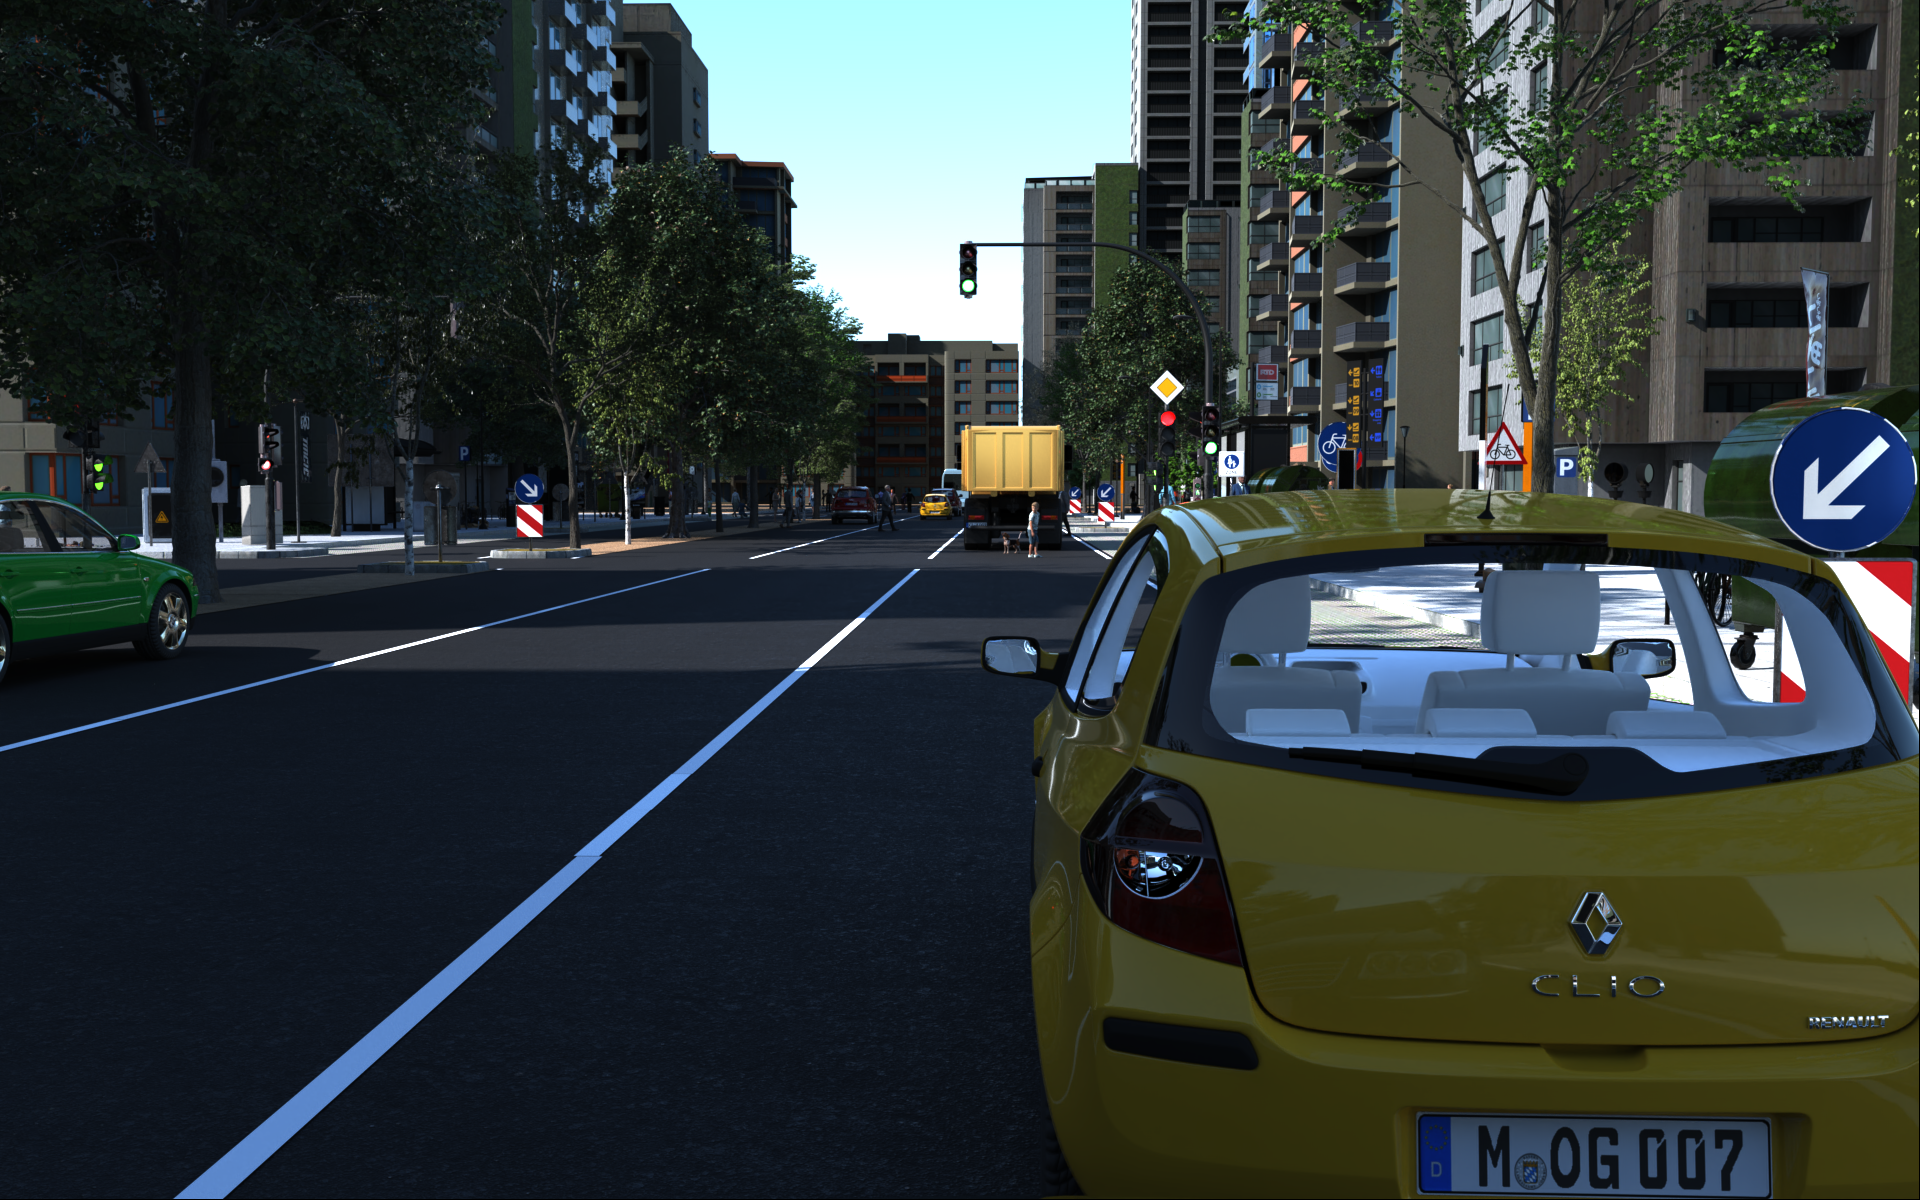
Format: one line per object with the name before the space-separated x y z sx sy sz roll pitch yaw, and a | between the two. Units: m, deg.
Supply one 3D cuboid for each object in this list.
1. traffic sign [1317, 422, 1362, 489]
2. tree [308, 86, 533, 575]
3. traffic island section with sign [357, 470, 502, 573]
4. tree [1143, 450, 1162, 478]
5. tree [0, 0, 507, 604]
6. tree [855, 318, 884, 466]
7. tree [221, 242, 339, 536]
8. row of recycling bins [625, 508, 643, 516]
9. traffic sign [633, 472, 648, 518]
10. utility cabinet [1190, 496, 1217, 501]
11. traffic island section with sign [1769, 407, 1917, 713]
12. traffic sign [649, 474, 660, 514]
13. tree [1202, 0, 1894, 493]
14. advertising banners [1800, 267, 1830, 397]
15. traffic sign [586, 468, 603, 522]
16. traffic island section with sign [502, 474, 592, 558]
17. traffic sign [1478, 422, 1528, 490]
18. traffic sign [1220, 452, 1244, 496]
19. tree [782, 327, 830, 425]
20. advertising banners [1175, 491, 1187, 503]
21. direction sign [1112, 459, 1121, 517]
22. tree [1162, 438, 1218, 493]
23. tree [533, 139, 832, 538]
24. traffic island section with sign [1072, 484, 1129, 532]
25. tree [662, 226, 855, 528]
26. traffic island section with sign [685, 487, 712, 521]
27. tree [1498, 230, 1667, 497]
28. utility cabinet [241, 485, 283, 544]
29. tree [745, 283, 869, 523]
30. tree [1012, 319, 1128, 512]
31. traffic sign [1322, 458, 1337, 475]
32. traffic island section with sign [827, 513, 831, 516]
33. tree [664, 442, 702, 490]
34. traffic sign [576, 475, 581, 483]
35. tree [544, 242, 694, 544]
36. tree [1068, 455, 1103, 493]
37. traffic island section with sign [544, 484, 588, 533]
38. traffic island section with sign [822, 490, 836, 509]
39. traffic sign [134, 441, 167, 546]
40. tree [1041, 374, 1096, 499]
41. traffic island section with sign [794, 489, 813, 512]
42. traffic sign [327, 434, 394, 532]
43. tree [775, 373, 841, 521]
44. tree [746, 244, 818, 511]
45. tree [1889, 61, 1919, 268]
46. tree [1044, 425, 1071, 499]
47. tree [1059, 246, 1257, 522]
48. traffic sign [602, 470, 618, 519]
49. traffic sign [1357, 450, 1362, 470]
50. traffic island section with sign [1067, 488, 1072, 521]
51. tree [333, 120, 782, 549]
traffic sign | 6.696 -1.867 30.633 0.768 2.556 0.104 0 4 7
tree | -9.657 -4.741 30.336 4.360 8.622 3.978 0 3 0
traffic island section with sign | -9.832 -1.465 32.084 2.006 1.907 1.989 0 4 1
tree | 8.065 -4.358 65.853 1.663 3.219 1.824 0 3 0
tree | -10.070 -6.928 22.382 9.857 13.997 8.962 0 3 0
tree | -8.209 -10.844 97.876 7.486 12.596 7.792 0 3 0
tree | -18.524 -7.194 52.033 7.601 10.594 8.767 0 4 -2
row of recycling bins | -19.151 -5.797 101.888 1.069 1.692 3.534 0 4 -7
traffic sign | -17.315 -5.732 93.716 0.884 2.594 0.081 0 4 8
utility cabinet | 7.080 -2.373 49.967 0.306 1.237 1.020 -2 4 -33
traffic island section with sign | 3.935 -0.003 8.670 1.989 1.847 2.006 0 4 1
traffic sign | -18.873 -6.536 106.969 0.768 2.556 0.104 1 4 10
tree | 6.856 -5.802 20.611 9.928 11.665 9.643 0 3 0
advertising banners | 7.244 -1.097 14.130 2.074 3.025 0.090 -3 5 -42
traffic sign | -16.822 -4.871 79.746 0.768 2.556 0.104 0 4 4
traffic island section with sign | -9.635 -1.918 39.489 2.006 1.907 1.989 0 4 1
traffic sign | 9.773 -1.911 31.253 0.884 2.594 0.081 0 4 4
traffic sign | 6.539 -2.423 41.743 0.606 2.300 0.079 0 4 5
tree | -8.929 -7.815 64.643 8.767 10.594 7.601 0 4 1
advertising banners | 11.261 -5.749 90.180 0.090 3.025 2.074 -1 4 -21
direction sign | 8.681 -6.354 95.882 0.379 3.537 0.876 3 5 41
tree | 7.696 -3.775 56.321 1.663 3.219 1.824 0 3 0
tree | -9.151 -8.344 55.891 9.611 12.733 9.660 0 3 0
traffic island section with sign | 5.379 -3.486 65.618 1.989 1.847 2.006 0 4 1
tree | -8.787 -9.326 73.066 7.486 12.596 7.792 0 3 0
traffic island section with sign | -14.271 -5.102 92.046 1.989 1.847 2.006 0 4 1
tree | 16.926 -5.909 46.967 4.737 8.622 4.395 0 3 0
utility cabinet | -17.709 -2.156 43.925 0.318 1.500 1.173 1 4 18
tree | -8.222 -9.538 84.162 9.928 11.665 9.643 0 3 0
tree | 8.719 -12.919 121.598 12.009 13.543 11.850 0 3 0
traffic sign | 8.924 -2.498 40.953 0.768 2.556 0.104 0 4 5
traffic island section with sign | -7.741 -6.512 114.603 2.006 1.907 1.989 0 4 1
tree | -16.453 -9.246 101.533 4.360 8.622 3.978 0 3 0
traffic sign | -18.679 -5.097 83.344 0.884 2.594 0.081 0 4 7
tree | -9.349 -5.852 48.503 4.737 8.622 4.395 0 3 0
tree | 10.538 -9.947 146.340 4.285 4.588 4.351 0 3 0
traffic island section with sign | -14.966 -3.422 64.579 1.989 1.847 2.006 0 4 1
traffic island section with sign | -12.342 -9.788 168.657 1.989 1.847 2.006 0 4 1
traffic sign | -19.899 -2.602 42.543 0.884 2.594 0.081 1 4 10
tree | 10.555 -14.796 160.035 7.486 12.596 7.792 0 3 0
traffic island section with sign | -13.025 -8.140 141.710 1.989 1.847 2.006 0 4 1
traffic sign | -20.243 -3.954 58.523 2.265 3.308 0.079 0 4 2
tree | -8.299 -8.512 91.985 4.360 8.622 3.978 0 3 0
tree | -14.336 -16.712 129.129 12.611 20.169 13.585 0 3 0
tree | 15.071 -4.516 24.206 4.737 8.622 4.395 0 3 0
tree | 10.935 -14.691 174.614 7.601 10.594 8.767 0 4 4
tree | 8.903 -9.989 80.331 9.611 12.733 9.660 0 3 0
traffic sign | -18.344 -5.550 90.746 0.884 2.594 0.081 0 4 3
traffic sign | 9.627 -2.632 43.133 0.768 2.556 0.104 0 4 5
traffic island section with sign | 6.091 -5.206 93.744 1.989 1.847 2.006 0 4 1
tree | -9.282 -6.430 42.000 8.767 10.594 7.601 0 4 1
